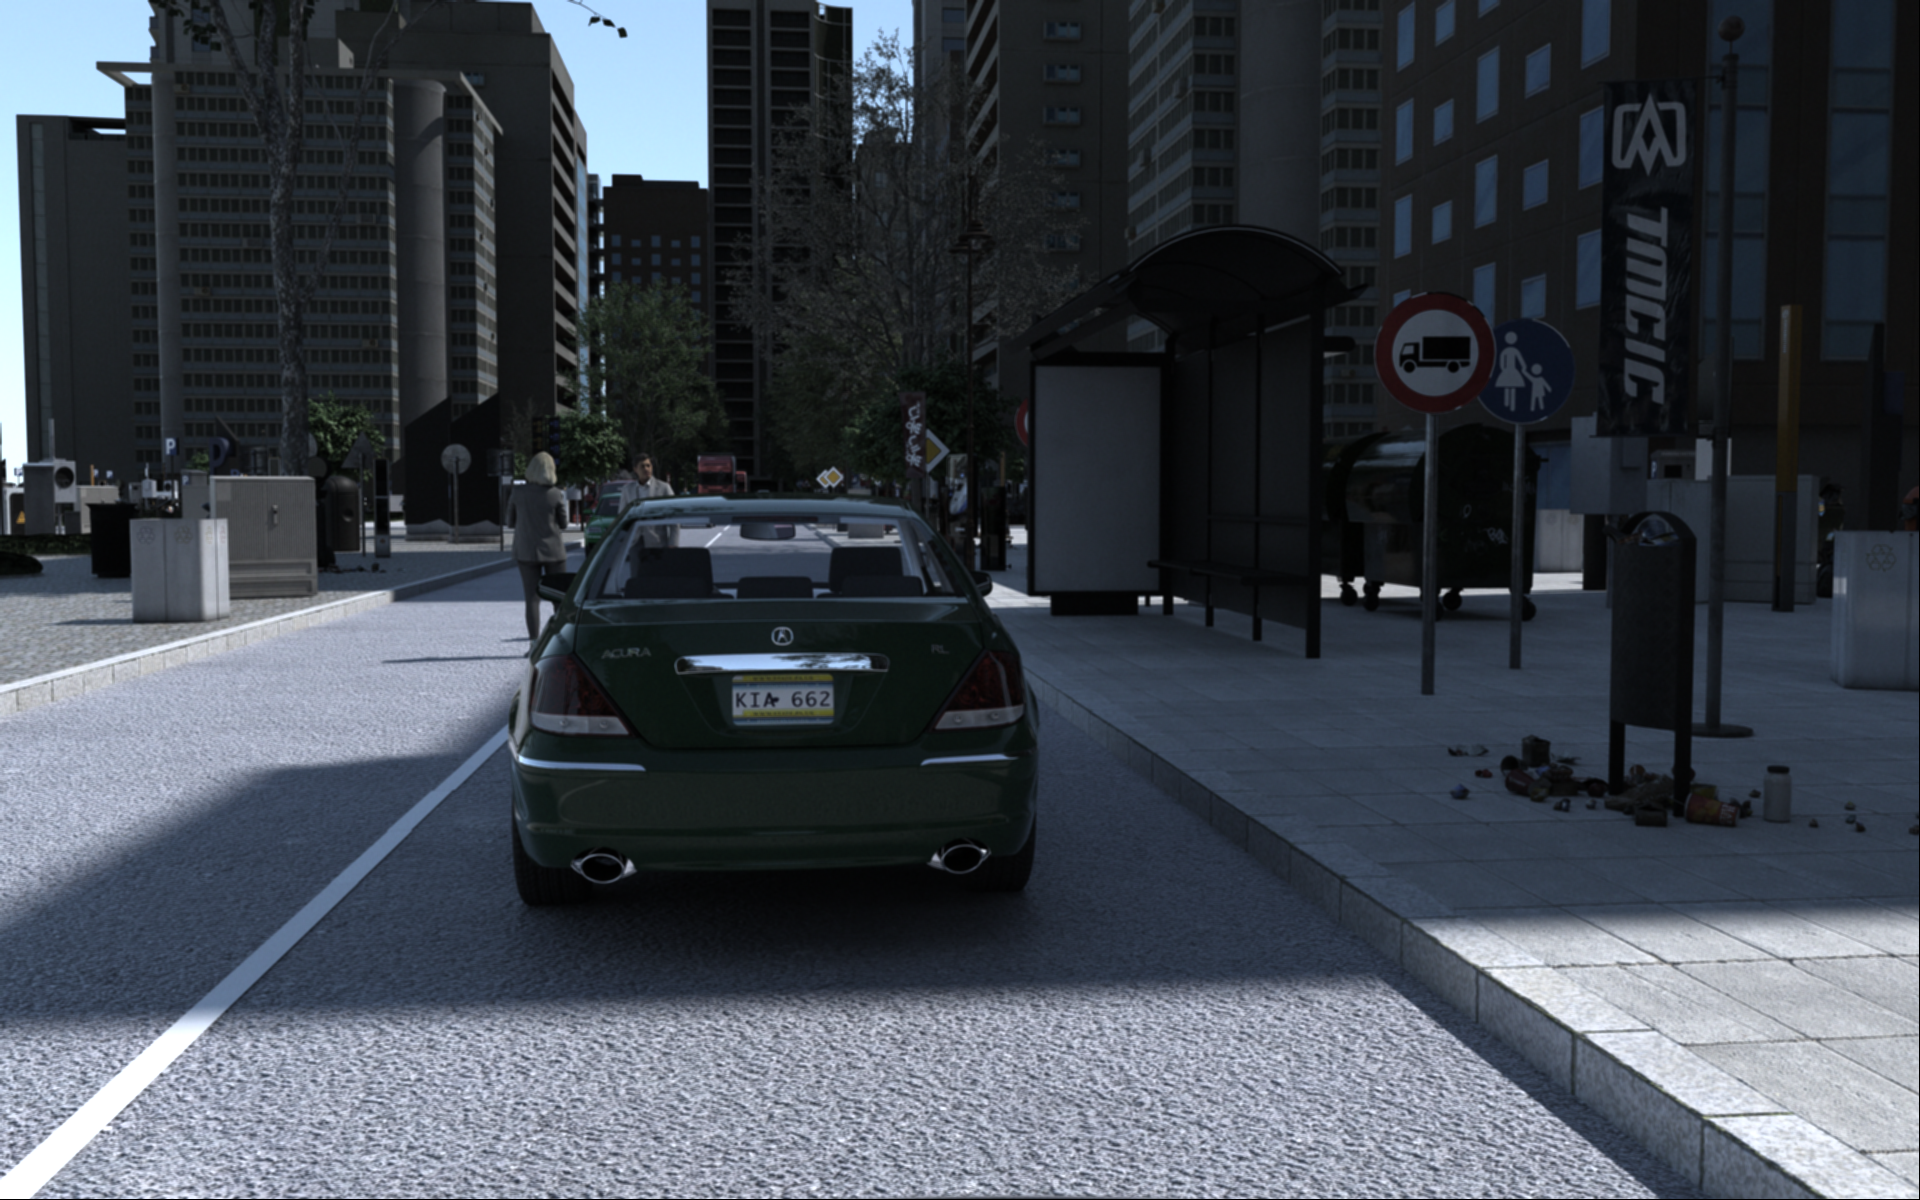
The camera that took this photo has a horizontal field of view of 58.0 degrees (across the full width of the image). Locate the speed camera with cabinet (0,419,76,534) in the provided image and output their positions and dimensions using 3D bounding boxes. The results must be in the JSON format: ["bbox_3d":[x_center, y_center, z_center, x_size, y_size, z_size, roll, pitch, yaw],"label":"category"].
[{"bbox_3d":[-24.021,-3.094,44.924,0.660,3.252,2.038,2,4,26],"label":"speed camera with cabinet"}]

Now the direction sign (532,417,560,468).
[{"bbox_3d":[-12.164,-3.607,50.969,0.876,3.537,0.379,1,4,13],"label":"direction sign"}]

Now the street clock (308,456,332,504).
[{"bbox_3d":[-12.245,-1.743,33.071,0.471,2.002,0.358,0,4,4],"label":"street clock"}]

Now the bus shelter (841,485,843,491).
[{"bbox_3d":[-9.081,-8.912,139.626,2.014,3.302,5.546,0,4,-7],"label":"bus shelter"}]

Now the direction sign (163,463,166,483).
[{"bbox_3d":[-58.036,-8.221,126.408,0.379,3.537,0.876,-1,4,-14],"label":"direction sign"}]

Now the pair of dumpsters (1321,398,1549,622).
[{"bbox_3d":[4.945,-1.033,19.378,1.574,2.255,4.437,0,4,-6],"label":"pair of dumpsters"}]

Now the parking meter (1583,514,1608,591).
[{"bbox_3d":[8.523,-0.899,23.114,0.372,1.533,0.369,0,3,0],"label":"parking meter"}]

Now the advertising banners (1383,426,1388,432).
[{"bbox_3d":[10.971,-3.015,45.487,0.090,3.025,2.074,0,4,2],"label":"advertising banners"}]

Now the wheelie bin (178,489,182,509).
[{"bbox_3d":[-52.260,-6.641,116.492,0.980,1.594,0.693,1,4,11],"label":"wheelie bin"}]

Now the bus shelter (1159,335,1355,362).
[{"bbox_3d":[3.709,-3.029,27.160,2.179,5.291,8.768,0,4,-7],"label":"bus shelter"}]

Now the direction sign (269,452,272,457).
[{"bbox_3d":[-37.003,-6.180,93.042,0.379,3.537,0.876,-1,4,-16],"label":"direction sign"}]

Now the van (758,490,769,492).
[{"bbox_3d":[-21.267,-11.033,187.398,2.013,2.044,4.112,0,4,-8],"label":"van"}]

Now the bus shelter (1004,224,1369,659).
[{"bbox_3d":[1.775,-1.337,15.776,2.014,3.302,5.546,0,4,-6],"label":"bus shelter"}]

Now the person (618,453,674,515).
[{"bbox_3d":[-3.139,-0.562,17.536,0.661,1.843,0.795,1,4,8],"label":"person"}]

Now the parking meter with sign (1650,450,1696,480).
[{"bbox_3d":[12.388,-2.070,30.114,1.738,3.016,0.543,0,4,6],"label":"parking meter with sign"}]

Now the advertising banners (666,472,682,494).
[{"bbox_3d":[-22.657,-8.677,138.050,0.090,3.025,2.074,3,4,38],"label":"advertising banners"}]

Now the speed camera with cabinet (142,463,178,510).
[{"bbox_3d":[-50.940,-7.091,110.277,2.038,3.252,0.660,0,4,2],"label":"speed camera with cabinet"}]

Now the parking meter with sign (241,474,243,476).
[{"bbox_3d":[-51.927,-8.013,127.269,1.738,3.016,0.543,0,4,-5],"label":"parking meter with sign"}]

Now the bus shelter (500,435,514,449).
[{"bbox_3d":[-14.886,-3.575,52.381,2.014,3.302,5.546,0,4,-6],"label":"bus shelter"}]

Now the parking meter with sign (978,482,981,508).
[{"bbox_3d":[0.949,-6.960,110.049,1.738,3.016,0.543,-2,4,-24],"label":"parking meter with sign"}]

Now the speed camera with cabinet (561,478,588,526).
[{"bbox_3d":[-15.879,-4.586,69.315,0.660,3.252,2.038,3,4,39],"label":"speed camera with cabinet"}]

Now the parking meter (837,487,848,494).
[{"bbox_3d":[-3.986,-3.076,58.704,0.372,1.533,0.369,0,3,0],"label":"parking meter"}]

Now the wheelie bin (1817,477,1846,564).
[{"bbox_3d":[15.960,-1.473,31.992,0.693,1.594,0.980,1,4,17],"label":"wheelie bin"}]

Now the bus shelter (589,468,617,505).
[{"bbox_3d":[-19.747,-7.035,92.661,2.179,5.291,8.768,0,4,-6],"label":"bus shelter"}]

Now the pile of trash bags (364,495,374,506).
[{"bbox_3d":[-45.072,-7.515,132.616,1.912,1.369,3.447,1,4,20],"label":"pile of trash bags"}]

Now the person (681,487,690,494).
[{"bbox_3d":[-14.905,-5.237,94.136,0.660,1.820,0.620,-2,4,-24],"label":"person"}]

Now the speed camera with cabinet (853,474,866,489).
[{"bbox_3d":[-5.511,-6.905,107.232,2.038,3.252,0.660,0,4,4],"label":"speed camera with cabinet"}]

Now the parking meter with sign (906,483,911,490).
[{"bbox_3d":[-4.156,-8.054,127.939,1.738,3.016,0.543,-2,4,-24],"label":"parking meter with sign"}]

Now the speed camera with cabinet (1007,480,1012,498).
[{"bbox_3d":[2.403,-7.217,112.336,2.038,3.252,0.660,-2,4,-34],"label":"speed camera with cabinet"}]

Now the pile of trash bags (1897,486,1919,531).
[{"bbox_3d":[10.416,-0.388,16.097,1.912,1.369,3.447,-2,4,-30],"label":"pile of trash bags"}]

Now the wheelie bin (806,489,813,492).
[{"bbox_3d":[-10.230,-6.770,118.599,0.980,1.594,0.693,-1,4,-14],"label":"wheelie bin"}]

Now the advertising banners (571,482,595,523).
[{"bbox_3d":[-16.819,-4.867,75.770,2.074,3.025,0.090,-2,4,-34],"label":"advertising banners"}]

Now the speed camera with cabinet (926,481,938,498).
[{"bbox_3d":[-0.982,-6.717,104.155,2.038,3.252,0.660,0,4,4],"label":"speed camera with cabinet"}]

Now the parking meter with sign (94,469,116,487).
[{"bbox_3d":[-60.631,-7.735,122.732,0.543,3.016,1.738,1,4,12],"label":"parking meter with sign"}]

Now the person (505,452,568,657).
[{"bbox_3d":[-3.732,-0.406,15.321,0.537,1.800,0.526,0,4,-3],"label":"person"}]

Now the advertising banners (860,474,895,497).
[{"bbox_3d":[-2.561,-3.909,60.104,2.074,3.025,0.090,0,4,1],"label":"advertising banners"}]

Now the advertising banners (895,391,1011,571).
[{"bbox_3d":[-0.106,-2.017,29.165,2.074,3.025,0.090,2,4,25],"label":"advertising banners"}]

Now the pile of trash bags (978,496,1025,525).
[{"bbox_3d":[2.646,-3.822,72.243,3.447,1.369,1.912,-1,4,-16],"label":"pile of trash bags"}]

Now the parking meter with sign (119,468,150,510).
[{"bbox_3d":[-55.464,-7.352,116.463,1.738,3.016,0.543,-3,5,-45],"label":"parking meter with sign"}]

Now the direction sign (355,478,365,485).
[{"bbox_3d":[-38.378,-7.236,110.305,0.876,3.537,0.379,-1,4,-16],"label":"direction sign"}]

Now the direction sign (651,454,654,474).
[{"bbox_3d":[-17.505,-6.523,98.647,0.379,3.537,0.876,0,4,-3],"label":"direction sign"}]

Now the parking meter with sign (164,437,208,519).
[{"bbox_3d":[-23.931,-3.545,54.216,0.543,3.016,1.738,2,4,27],"label":"parking meter with sign"}]

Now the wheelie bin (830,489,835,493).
[{"bbox_3d":[-8.527,-6.411,112.720,0.980,1.594,0.693,3,5,40],"label":"wheelie bin"}]

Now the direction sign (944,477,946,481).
[{"bbox_3d":[-1.030,-6.707,101.649,0.876,3.537,0.379,0,4,2],"label":"direction sign"}]

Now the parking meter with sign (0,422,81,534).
[{"bbox_3d":[-22.471,-2.815,42.285,1.738,3.016,0.543,-2,4,-29],"label":"parking meter with sign"}]

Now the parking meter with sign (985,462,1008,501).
[{"bbox_3d":[2.168,-5.881,92.414,1.738,3.016,0.543,1,4,17],"label":"parking meter with sign"}]

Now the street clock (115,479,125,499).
[{"bbox_3d":[-40.131,-4.786,82.821,0.471,2.002,0.358,2,4,34],"label":"street clock"}]

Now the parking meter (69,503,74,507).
[{"bbox_3d":[-59.918,-6.803,116.944,0.399,1.863,0.255,0,4,5],"label":"parking meter"}]
